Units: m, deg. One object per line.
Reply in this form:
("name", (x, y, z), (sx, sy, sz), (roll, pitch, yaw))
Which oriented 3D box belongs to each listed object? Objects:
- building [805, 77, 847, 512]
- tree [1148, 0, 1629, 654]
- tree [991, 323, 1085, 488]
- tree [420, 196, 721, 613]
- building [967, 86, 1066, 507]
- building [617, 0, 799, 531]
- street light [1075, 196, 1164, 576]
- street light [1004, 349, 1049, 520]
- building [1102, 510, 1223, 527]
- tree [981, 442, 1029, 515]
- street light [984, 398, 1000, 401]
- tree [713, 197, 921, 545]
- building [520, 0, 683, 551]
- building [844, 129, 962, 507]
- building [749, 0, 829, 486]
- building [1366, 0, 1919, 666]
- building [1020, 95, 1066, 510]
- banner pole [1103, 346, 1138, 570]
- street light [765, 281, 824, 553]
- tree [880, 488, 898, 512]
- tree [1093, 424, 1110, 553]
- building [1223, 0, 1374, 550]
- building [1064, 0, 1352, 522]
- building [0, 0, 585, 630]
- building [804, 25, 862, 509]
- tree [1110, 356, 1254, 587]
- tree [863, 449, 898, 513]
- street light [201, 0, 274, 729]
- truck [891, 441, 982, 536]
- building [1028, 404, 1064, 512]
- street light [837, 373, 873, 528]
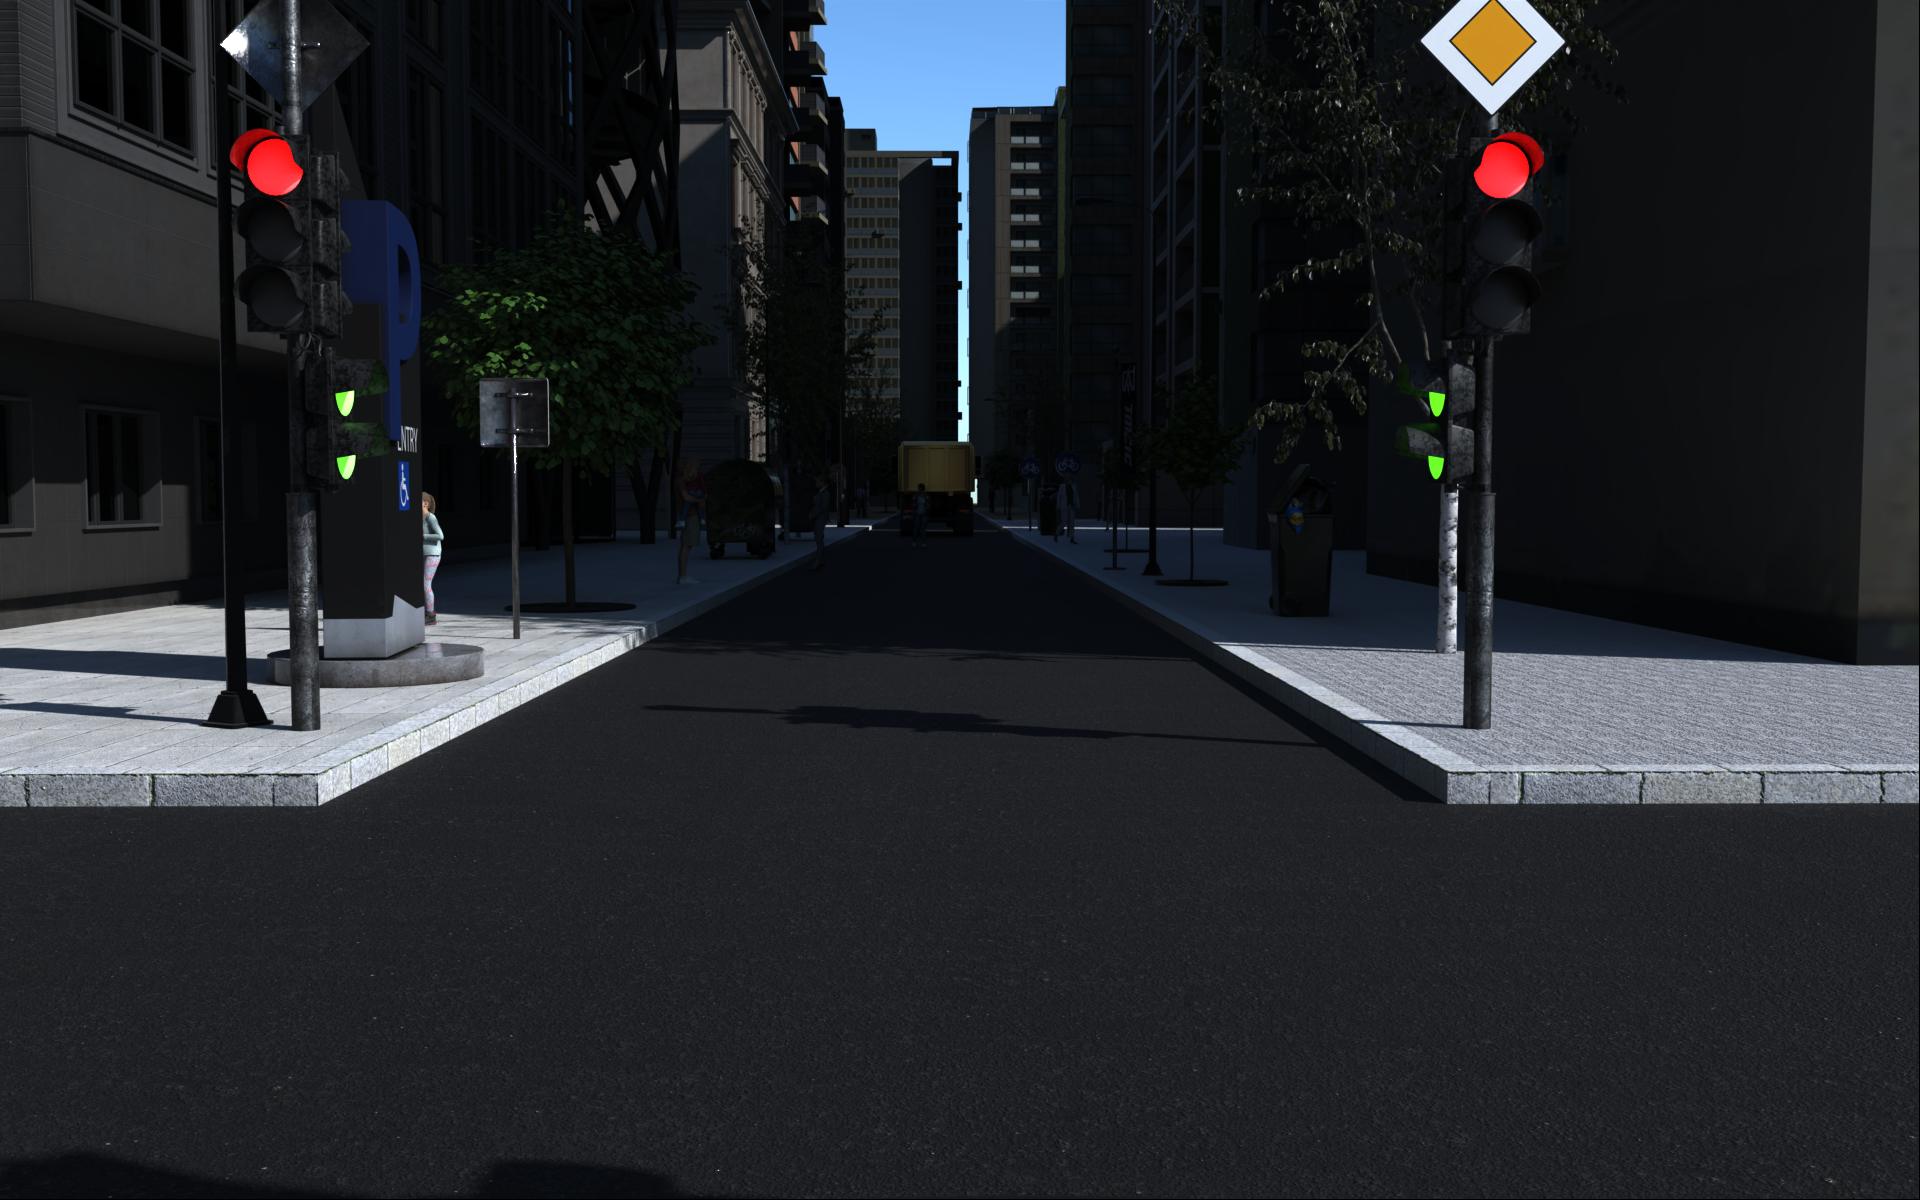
("building", (-15.360, -21.329, 120.423), (14.160, 30.474, 14.107), (0, 4, -1))
("tree", (3.838, -3.888, 13.929), (4.360, 8.622, 3.978), (0, 3, 0))
("tree", (3.494, -7.552, 73.830), (4.360, 8.622, 3.978), (0, 3, 0))
("tree", (-4.287, -2.175, 19.283), (4.285, 4.588, 4.351), (0, 3, 0))
("building", (7.883, -30.202, 177.393), (14.086, 41.232, 14.154), (0, 4, -1))
("building", (-13.110, -14.287, 69.751), (11.583, 22.565, 21.152), (0, 4, -1))
("street light", (2.501, -3.343, 27.201), (1.470, 5.913, 1.316), (0, 4, -1))
("street light", (2.269, -5.085, 55.678), (1.470, 5.913, 1.316), (0, 4, -1))
("building", (17.041, -38.624, 69.752), (20.563, 71.187, 20.611), (0, 4, -1))
("tree", (2.742, -7.640, 108.632), (4.285, 4.588, 4.351), (0, 3, 0))
("street light", (1.870, -6.826, 84.153), (1.470, 5.913, 1.316), (0, 4, -1))
("tree", (-4.169, -5.702, 43.593), (4.737, 8.622, 4.395), (0, 3, 0))
("building", (-15.970, -10.850, 44.844), (16.820, 18.784, 16.811), (0, 4, -1))
("building", (-11.793, -30.266, 186.726), (23.993, 40.220, 32.217), (0, 4, -1))
("building", (-19.071, -27.133, 98.251), (22.147, 44.769, 28.867), (0, 4, -1))
("building", (17.093, -24.373, 22.204), (21.600, 48.544, 21.300), (0, 4, -1))
("building", (21.474, -27.746, 145.521), (32.217, 40.220, 23.993), (0, 4, -1))
("banner pole", (2.740, -2.392, 29.125), (0.401, 3.779, 0.863), (-2, 4, -28))
("street light", (-3.676, -3.999, 37.931), (1.470, 5.913, 1.316), (0, 4, -1))
("tree", (-5.218, -7.851, 122.958), (1.663, 3.219, 1.824), (0, 3, 0))
("tree", (3.813, -2.671, 38.270), (1.663, 3.219, 1.824), (0, 3, 0))
("building", (13.744, -16.755, 45.648), (14.160, 30.474, 14.107), (0, 4, -1))
("building", (12.680, -19.821, 95.769), (14.160, 30.474, 14.107), (0, 4, -1))
("building", (-14.446, -14.075, 23.635), (14.314, 27.812, 24.014), (0, 4, -1))
("building", (-24.300, -50.858, 144.198), (31.000, 86.520, 22.319), (0, 4, -1))
("tree", (3.386, -1.819, 24.347), (1.663, 3.219, 1.824), (0, 3, 0))
("tree", (-5.035, -8.272, 118.956), (4.285, 4.588, 4.351), (0, 3, 0))
("street light", (-3.471, -2.257, 9.440), (1.470, 5.913, 1.316), (0, 4, -1))
("truck", (-0.848, -4.068, 62.437), (3.469, 3.379, 9.791), (0, 4, -1))
("building", (16.565, -49.171, 116.611), (22.319, 86.520, 31.000), (0, 4, -1))
("street light", (-4.042, -5.741, 66.414), (1.470, 5.913, 1.316), (0, 4, -1))
